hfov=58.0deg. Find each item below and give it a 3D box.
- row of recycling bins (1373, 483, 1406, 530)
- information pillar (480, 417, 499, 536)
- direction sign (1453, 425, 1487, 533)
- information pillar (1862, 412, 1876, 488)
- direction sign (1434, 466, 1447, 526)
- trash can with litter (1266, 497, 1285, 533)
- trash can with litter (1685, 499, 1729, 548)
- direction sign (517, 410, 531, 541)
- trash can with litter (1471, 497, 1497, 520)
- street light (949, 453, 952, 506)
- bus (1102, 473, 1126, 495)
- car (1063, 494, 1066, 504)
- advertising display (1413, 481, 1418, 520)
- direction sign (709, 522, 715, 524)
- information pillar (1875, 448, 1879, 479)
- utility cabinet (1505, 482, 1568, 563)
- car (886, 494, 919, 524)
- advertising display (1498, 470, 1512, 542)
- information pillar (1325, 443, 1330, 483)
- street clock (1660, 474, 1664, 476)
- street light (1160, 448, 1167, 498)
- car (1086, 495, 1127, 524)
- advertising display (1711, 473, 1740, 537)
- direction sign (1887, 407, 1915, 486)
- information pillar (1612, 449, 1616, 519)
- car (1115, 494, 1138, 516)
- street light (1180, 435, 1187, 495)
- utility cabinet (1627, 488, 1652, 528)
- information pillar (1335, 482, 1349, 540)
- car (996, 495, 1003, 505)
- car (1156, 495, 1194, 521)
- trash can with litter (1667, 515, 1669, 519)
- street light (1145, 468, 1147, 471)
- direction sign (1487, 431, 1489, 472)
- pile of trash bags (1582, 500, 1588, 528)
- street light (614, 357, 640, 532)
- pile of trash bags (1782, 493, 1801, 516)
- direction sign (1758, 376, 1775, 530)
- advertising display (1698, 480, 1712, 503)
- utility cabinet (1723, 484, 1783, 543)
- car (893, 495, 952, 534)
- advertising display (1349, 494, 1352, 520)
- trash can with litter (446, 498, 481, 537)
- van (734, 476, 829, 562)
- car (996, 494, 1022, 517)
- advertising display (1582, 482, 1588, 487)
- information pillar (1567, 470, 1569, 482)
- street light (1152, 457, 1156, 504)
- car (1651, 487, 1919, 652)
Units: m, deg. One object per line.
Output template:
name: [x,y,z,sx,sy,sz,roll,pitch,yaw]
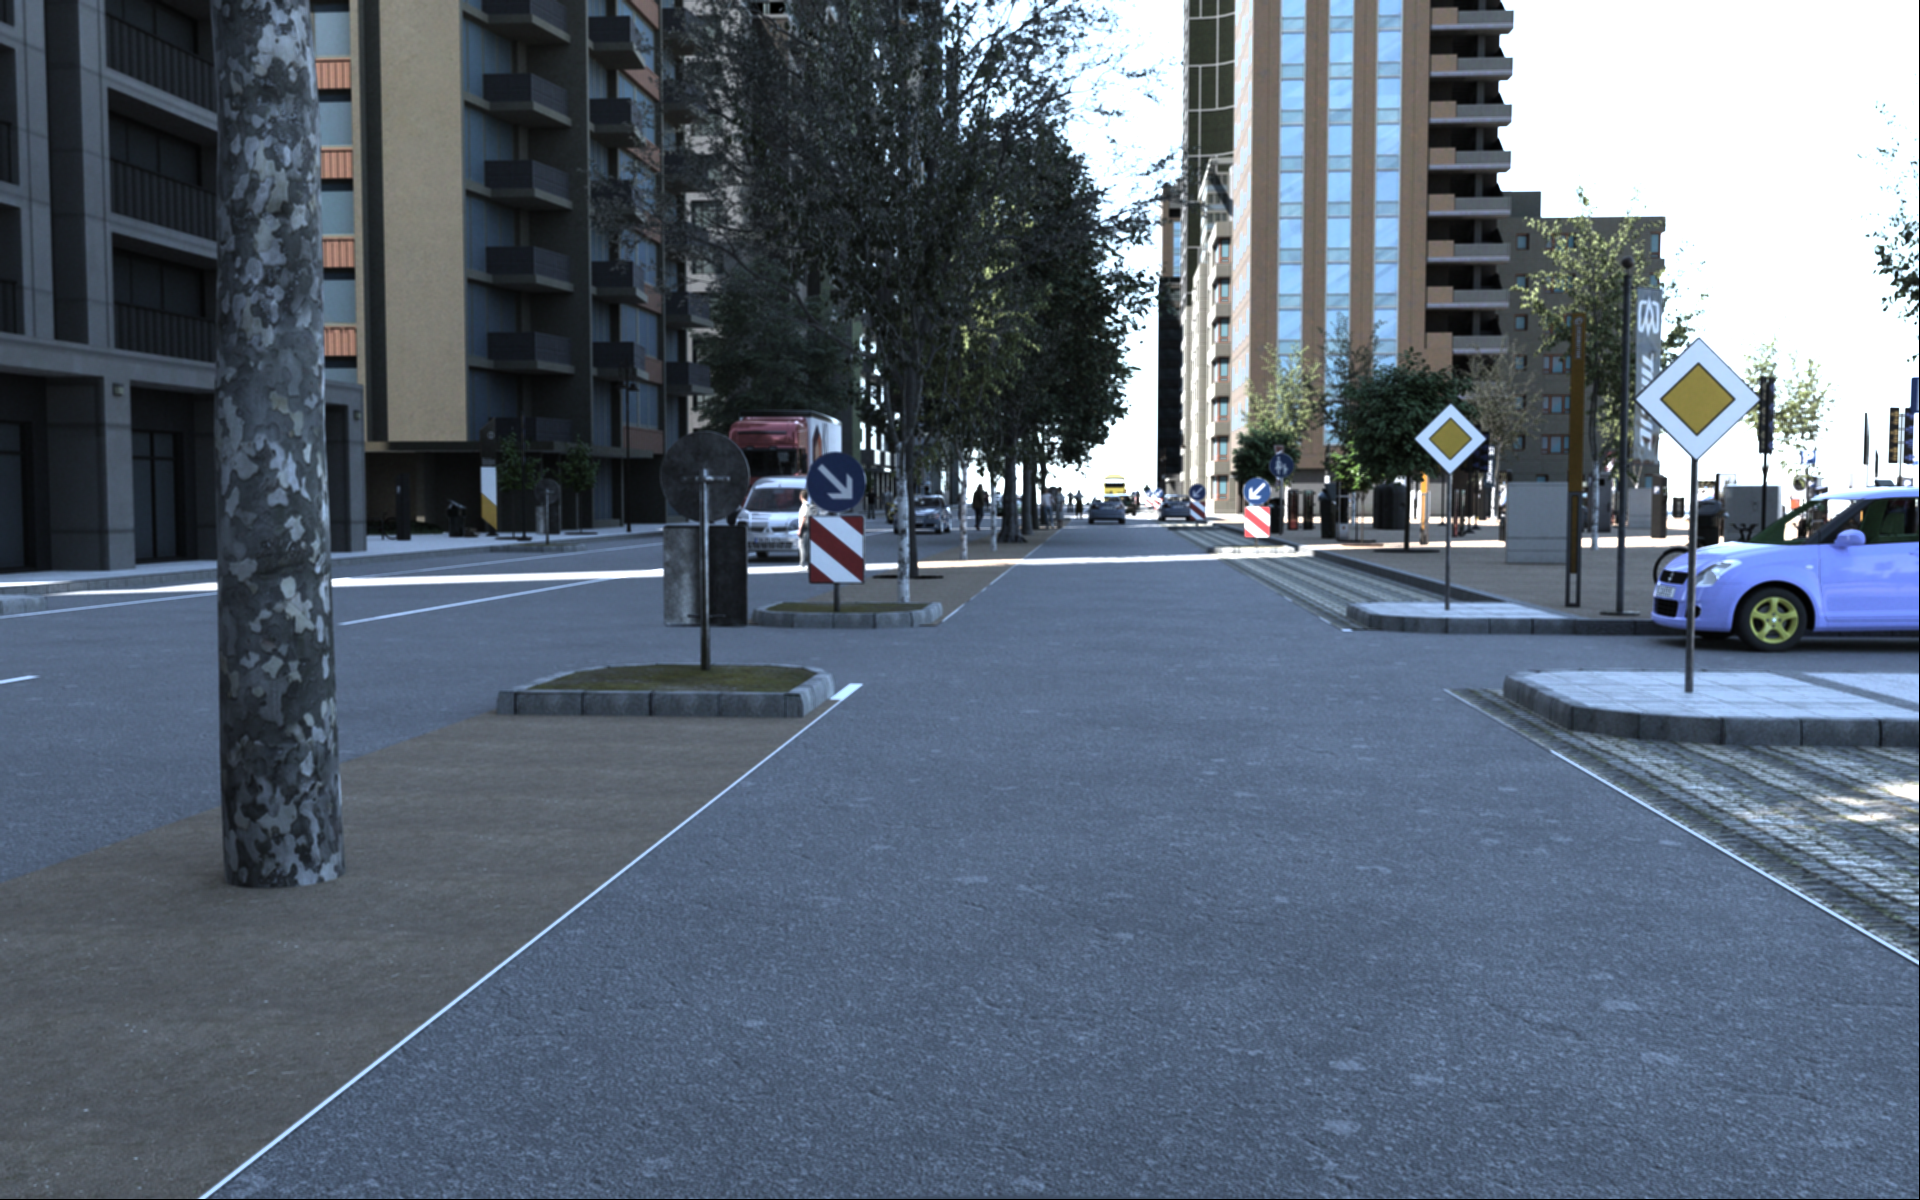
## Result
row of recycling bins: [15.805,-3.467,63.793,1.069,1.692,3.534,0,4,6]
information pillar: [-14.337,-3.752,52.702,0.504,3.616,0.183,-3,4,-37]
direction sign: [16.727,-3.964,56.813,0.379,3.537,0.876,-2,4,-27]
information pillar: [25.867,-3.554,49.469,0.183,3.616,0.504,3,4,39]
direction sign: [19.672,-4.802,70.517,0.876,3.537,0.379,0,4,4]
trash can with litter: [10.302,-2.773,56.732,0.624,1.170,1.055,0,4,6]
trash can with litter: [15.121,-1.451,35.110,0.624,1.170,1.055,3,5,39]
direction sign: [-11.944,-3.387,47.369,0.379,3.537,0.876,-1,4,-9]
trash can with litter: [26.757,-4.665,87.332,2.233,1.210,1.678,2,4,25]
street light: [-0.910,-12.704,180.500,0.468,5.910,1.993,0,4,5]
bus: [18.443,-13.181,207.053,2.896,3.916,12.252,0,4,5]
car: [13.903,-14.309,242.987,2.155,1.783,4.494,0,4,3]
advertising display: [22.692,-4.959,86.298,0.123,1.923,0.974,0,4,8]
direction sign: [-10.807,-5.073,74.945,0.379,3.537,0.876,2,4,29]
information pillar: [46.455,-5.901,87.840,0.183,3.616,0.504,1,4,12]
utility cabinet: [10.625,-1.411,31.754,1.173,1.500,0.318,1,4,12]
car: [-2.525,-4.528,84.254,2.015,1.641,3.980,0,4,3]
advertising display: [14.679,-2.536,46.685,0.123,1.923,0.974,0,4,4]
information pillar: [16.774,-5.367,79.103,0.183,3.616,0.504,0,4,-5]
street clock: [25.368,-3.567,62.889,0.358,2.002,0.471,0,4,-3]
street light: [20.756,-12.576,178.408,0.468,5.910,1.993,0,4,5]
car: [7.112,-4.407,84.064,2.014,1.417,4.499,0,4,4]
advertising display: [23.044,-2.870,52.139,0.974,1.923,0.123,-2,4,-35]
direction sign: [24.466,-3.246,45.075,0.876,3.537,0.379,-1,4,-21]
information pillar: [33.784,-6.025,89.867,0.504,3.616,0.183,-1,4,-12]
car: [10.766,-6.399,114.410,2.009,1.686,4.222,0,4,5]
street light: [17.037,-9.762,132.390,0.468,5.910,1.993,0,4,5]
utility cabinet: [25.261,-3.377,63.894,1.173,1.500,0.318,1,4,9]
information pillar: [10.763,-2.706,48.733,0.304,2.012,0.304,0,4,-5]
car: [4.388,-10.355,181.666,2.083,1.381,4.827,0,4,6]
car: [11.419,-4.864,91.536,2.014,1.417,4.499,0,4,4]
trash can with litter: [35.390,-4.744,88.620,1.678,1.210,2.233,-3,4,-36]
street light: [27.141,-17.113,252.580,0.468,5.910,1.993,0,4,5]
direction sign: [18.736,-4.331,62.809,0.876,3.537,0.379,3,5,40]
pile of trash bags: [22.084,-3.420,65.666,3.447,1.369,1.912,-1,4,-11]
street light: [-11.204,-5.238,58.426,0.468,5.910,1.993,0,4,5]
pile of trash bags: [42.453,-4.939,90.505,3.447,1.369,1.912,-1,4,-16]
direction sign: [15.595,-2.542,33.552,0.379,3.537,0.876,3,5,40]
advertising display: [34.927,-4.656,81.340,0.974,1.923,0.123,2,4,33]
utility cabinet: [18.285,-1.913,39.959,1.173,1.500,0.318,3,5,42]
car: [-1.344,-3.160,63.664,2.014,1.417,4.499,0,4,6]
advertising display: [19.522,-5.002,87.003,0.123,1.923,0.974,3,4,39]
trash can with litter: [-14.776,-2.460,51.600,1.055,1.170,0.624,1,4,18]
van: [-3.882,-1.895,37.998,2.013,2.044,4.112,0,4,3]
car: [3.352,-6.043,110.608,2.131,1.459,4.920,0,4,6]
advertising display: [32.074,-5.139,89.240,0.123,1.923,0.974,3,5,41]
information pillar: [18.461,-2.914,52.140,0.304,2.012,0.304,-1,4,-9]
street light: [24.070,-14.844,215.484,0.468,5.910,1.993,0,4,5]
car: [8.517,-0.412,16.333,3.694,1.707,1.945,0,4,5]
